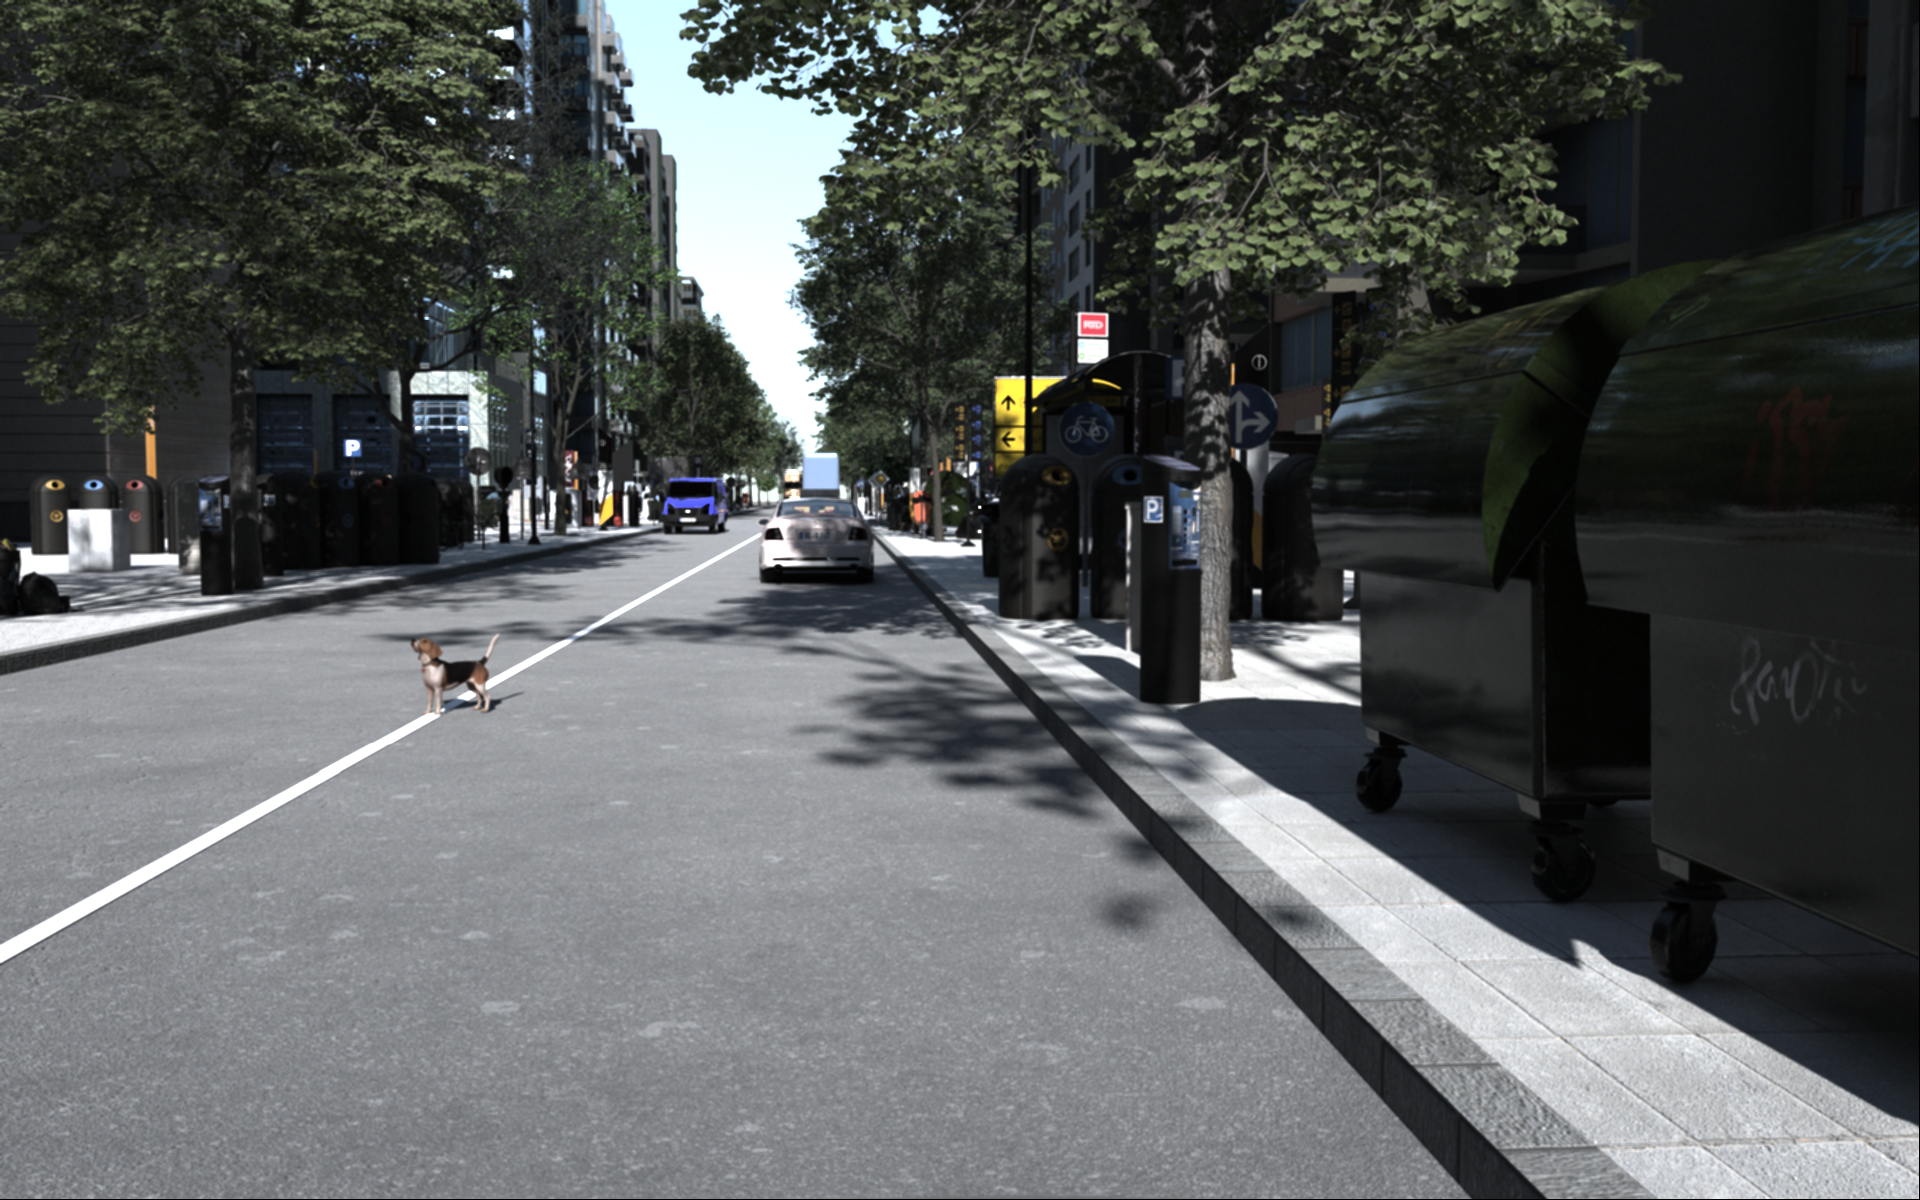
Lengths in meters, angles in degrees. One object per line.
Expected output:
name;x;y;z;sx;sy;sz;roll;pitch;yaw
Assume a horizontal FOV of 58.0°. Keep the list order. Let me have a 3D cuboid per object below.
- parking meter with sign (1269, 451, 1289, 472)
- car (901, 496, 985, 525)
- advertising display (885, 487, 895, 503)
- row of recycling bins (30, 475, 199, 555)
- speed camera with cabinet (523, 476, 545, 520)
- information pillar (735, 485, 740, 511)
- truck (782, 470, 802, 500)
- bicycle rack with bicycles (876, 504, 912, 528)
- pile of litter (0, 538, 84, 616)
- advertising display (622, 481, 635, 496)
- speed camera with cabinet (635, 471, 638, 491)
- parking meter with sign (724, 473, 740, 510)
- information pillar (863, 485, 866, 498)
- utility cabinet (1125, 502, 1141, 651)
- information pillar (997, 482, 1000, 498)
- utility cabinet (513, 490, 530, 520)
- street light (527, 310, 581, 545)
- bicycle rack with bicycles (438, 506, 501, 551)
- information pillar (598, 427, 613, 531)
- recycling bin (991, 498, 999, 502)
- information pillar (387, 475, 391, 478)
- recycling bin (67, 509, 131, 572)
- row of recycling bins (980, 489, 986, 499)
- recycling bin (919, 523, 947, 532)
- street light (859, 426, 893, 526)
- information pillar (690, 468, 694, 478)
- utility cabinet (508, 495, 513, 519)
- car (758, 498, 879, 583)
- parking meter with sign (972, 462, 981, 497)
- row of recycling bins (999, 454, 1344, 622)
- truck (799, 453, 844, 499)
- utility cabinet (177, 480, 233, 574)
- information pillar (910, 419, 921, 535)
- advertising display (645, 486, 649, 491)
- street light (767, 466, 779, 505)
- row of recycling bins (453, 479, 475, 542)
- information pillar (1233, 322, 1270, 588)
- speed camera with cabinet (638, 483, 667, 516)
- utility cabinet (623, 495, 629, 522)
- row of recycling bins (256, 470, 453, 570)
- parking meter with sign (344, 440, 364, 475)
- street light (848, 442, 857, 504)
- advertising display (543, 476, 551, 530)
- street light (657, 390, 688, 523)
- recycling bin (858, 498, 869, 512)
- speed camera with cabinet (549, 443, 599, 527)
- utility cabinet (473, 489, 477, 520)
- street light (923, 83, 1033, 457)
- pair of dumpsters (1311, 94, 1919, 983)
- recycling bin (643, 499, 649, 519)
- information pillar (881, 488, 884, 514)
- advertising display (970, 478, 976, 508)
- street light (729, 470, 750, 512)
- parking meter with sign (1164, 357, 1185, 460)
parking meter with sign;5.389;-2.068;30.073;0.543;3.016;1.738;3;4;39
car;-0.542;-3.766;73.373;4.920;1.459;2.131;0;4;-4
advertising display;-6.004;-8.631;146.336;0.974;1.923;0.123;1;4;14
row of recycling bins;-18.027;-1.837;37.140;3.534;1.692;1.069;-1;4;-11
speed camera with cabinet;-19.656;-5.360;81.978;0.660;3.252;2.038;3;5;43
information pillar;-17.203;-7.916;133.914;0.304;2.012;0.304;-2;4;-35
truck;-19.749;-13.304;206.438;2.839;4.237;11.283;0;4;-5
bicycle rack with bicycles;-1.948;-3.252;66.548;2.925;0.926;2.852;-1;4;-16
pile of litter;-10.320;-0.274;18.441;1.719;0.858;1.176;-1;4;-21
advertising display;-15.853;-4.747;82.830;0.123;1.923;0.974;1;4;21
speed camera with cabinet;-27.875;-9.290;146.228;2.038;3.252;0.660;2;4;27
parking meter with sign;-19.175;-9.023;143.789;1.738;3.016;0.543;2;4;25
information pillar;-7.884;-8.504;143.535;0.304;2.012;0.304;0;4;-6
utility cabinet;1.699;-0.207;14.545;0.306;1.237;1.020;2;4;25
information pillar;2.509;-6.337;108.109;0.304;2.012;0.304;-3;4;-37
utility cabinet;-21.584;-4.718;85.816;0.318;1.500;1.173;3;5;40
street light;-10.258;-4.358;43.790;1.470;5.913;1.316;0;4;-4
bicycle rack with bicycles;-12.271;-1.627;39.986;2.852;0.926;2.925;-3;4;-38
information pillar;-12.369;-4.222;60.382;0.504;3.616;0.183;0;4;-3
recycling bin;2.253;-5.317;99.484;0.722;1.027;0.722;3;5;41
information pillar;-22.544;-3.897;68.215;0.304;2.012;0.304;-1;4;-14
recycling bin;-14.288;-0.991;28.755;0.722;1.027;0.722;0;4;-1
row of recycling bins;1.122;-7.457;129.030;1.069;1.692;3.534;2;4;30
recycling bin;-0.930;-2.859;59.302;0.722;1.027;0.722;-2;4;-35
street light;-3.301;-5.942;69.694;1.470;5.913;1.316;0;4;-4
information pillar;-21.205;-8.912;137.067;0.504;3.616;0.183;3;4;38
utility cabinet;-23.081;-4.780;89.313;1.020;1.237;0.306;3;5;39
car;-2.408;-1.041;29.386;2.083;1.381;4.827;0;4;-4
parking meter with sign;0.733;-5.185;81.040;0.543;3.016;1.738;1;4;9
row of recycling bins;2.156;-0.660;17.902;3.534;1.692;1.069;0;4;4
truck;-8.733;-7.160;106.817;2.967;4.110;18.799;0;4;-3
utility cabinet;-11.906;-1.152;27.511;1.173;1.500;0.318;2;4;27
information pillar;-1.402;-3.836;54.075;0.183;3.616;0.504;2;4;30
advertising display;-23.674;-7.789;132.561;0.974;1.923;0.123;-3;4;-39
street light;-21.920;-14.108;203.204;1.470;5.913;1.316;0;4;-4
row of recycling bins;-13.793;-2.325;45.128;1.069;1.692;3.534;1;4;16
information pillar;3.982;-1.972;23.601;0.504;3.616;0.183;0;4;-6
speed camera with cabinet;-17.255;-6.434;99.528;2.038;3.252;0.660;1;4;18
utility cabinet;-15.079;-4.160;79.184;0.306;1.237;1.020;1;4;18
row of recycling bins;-10.768;-1.445;30.745;1.069;1.692;3.534;2;4;29
parking meter with sign;-19.427;-3.667;56.210;0.543;3.016;1.738;0;4;-3
street light;-5.835;-7.963;102.735;1.470;5.913;1.316;0;4;-4
advertising display;-15.040;-3.538;63.060;0.123;1.923;0.974;0;4;-6
street light;-12.796;-6.403;77.228;1.470;5.913;1.316;0;4;-4
recycling bin;-7.007;-6.909;125.510;0.722;1.027;0.722;0;4;3
speed camera with cabinet;-14.645;-4.428;66.727;2.038;3.252;0.660;0;4;5
utility cabinet;-22.164;-4.313;79.202;0.318;1.500;1.173;0;4;7
street light;0.241;-2.880;19.634;1.470;5.913;1.316;0;4;-4
pair of dumpsters;2.372;-0.152;4.973;1.574;2.255;4.437;0;4;-4
recycling bin;-15.659;-4.601;87.779;0.722;1.027;0.722;-1;4;-17
information pillar;-4.943;-7.300;110.703;0.183;3.616;0.504;0;4;1
advertising display;0.405;-3.996;70.551;0.123;1.923;0.974;2;4;24
street light;-16.255;-9.450;127.049;1.470;5.913;1.316;0;4;-4
parking meter with sign;2.947;-1.628;22.887;0.543;3.016;1.738;0;4;5
